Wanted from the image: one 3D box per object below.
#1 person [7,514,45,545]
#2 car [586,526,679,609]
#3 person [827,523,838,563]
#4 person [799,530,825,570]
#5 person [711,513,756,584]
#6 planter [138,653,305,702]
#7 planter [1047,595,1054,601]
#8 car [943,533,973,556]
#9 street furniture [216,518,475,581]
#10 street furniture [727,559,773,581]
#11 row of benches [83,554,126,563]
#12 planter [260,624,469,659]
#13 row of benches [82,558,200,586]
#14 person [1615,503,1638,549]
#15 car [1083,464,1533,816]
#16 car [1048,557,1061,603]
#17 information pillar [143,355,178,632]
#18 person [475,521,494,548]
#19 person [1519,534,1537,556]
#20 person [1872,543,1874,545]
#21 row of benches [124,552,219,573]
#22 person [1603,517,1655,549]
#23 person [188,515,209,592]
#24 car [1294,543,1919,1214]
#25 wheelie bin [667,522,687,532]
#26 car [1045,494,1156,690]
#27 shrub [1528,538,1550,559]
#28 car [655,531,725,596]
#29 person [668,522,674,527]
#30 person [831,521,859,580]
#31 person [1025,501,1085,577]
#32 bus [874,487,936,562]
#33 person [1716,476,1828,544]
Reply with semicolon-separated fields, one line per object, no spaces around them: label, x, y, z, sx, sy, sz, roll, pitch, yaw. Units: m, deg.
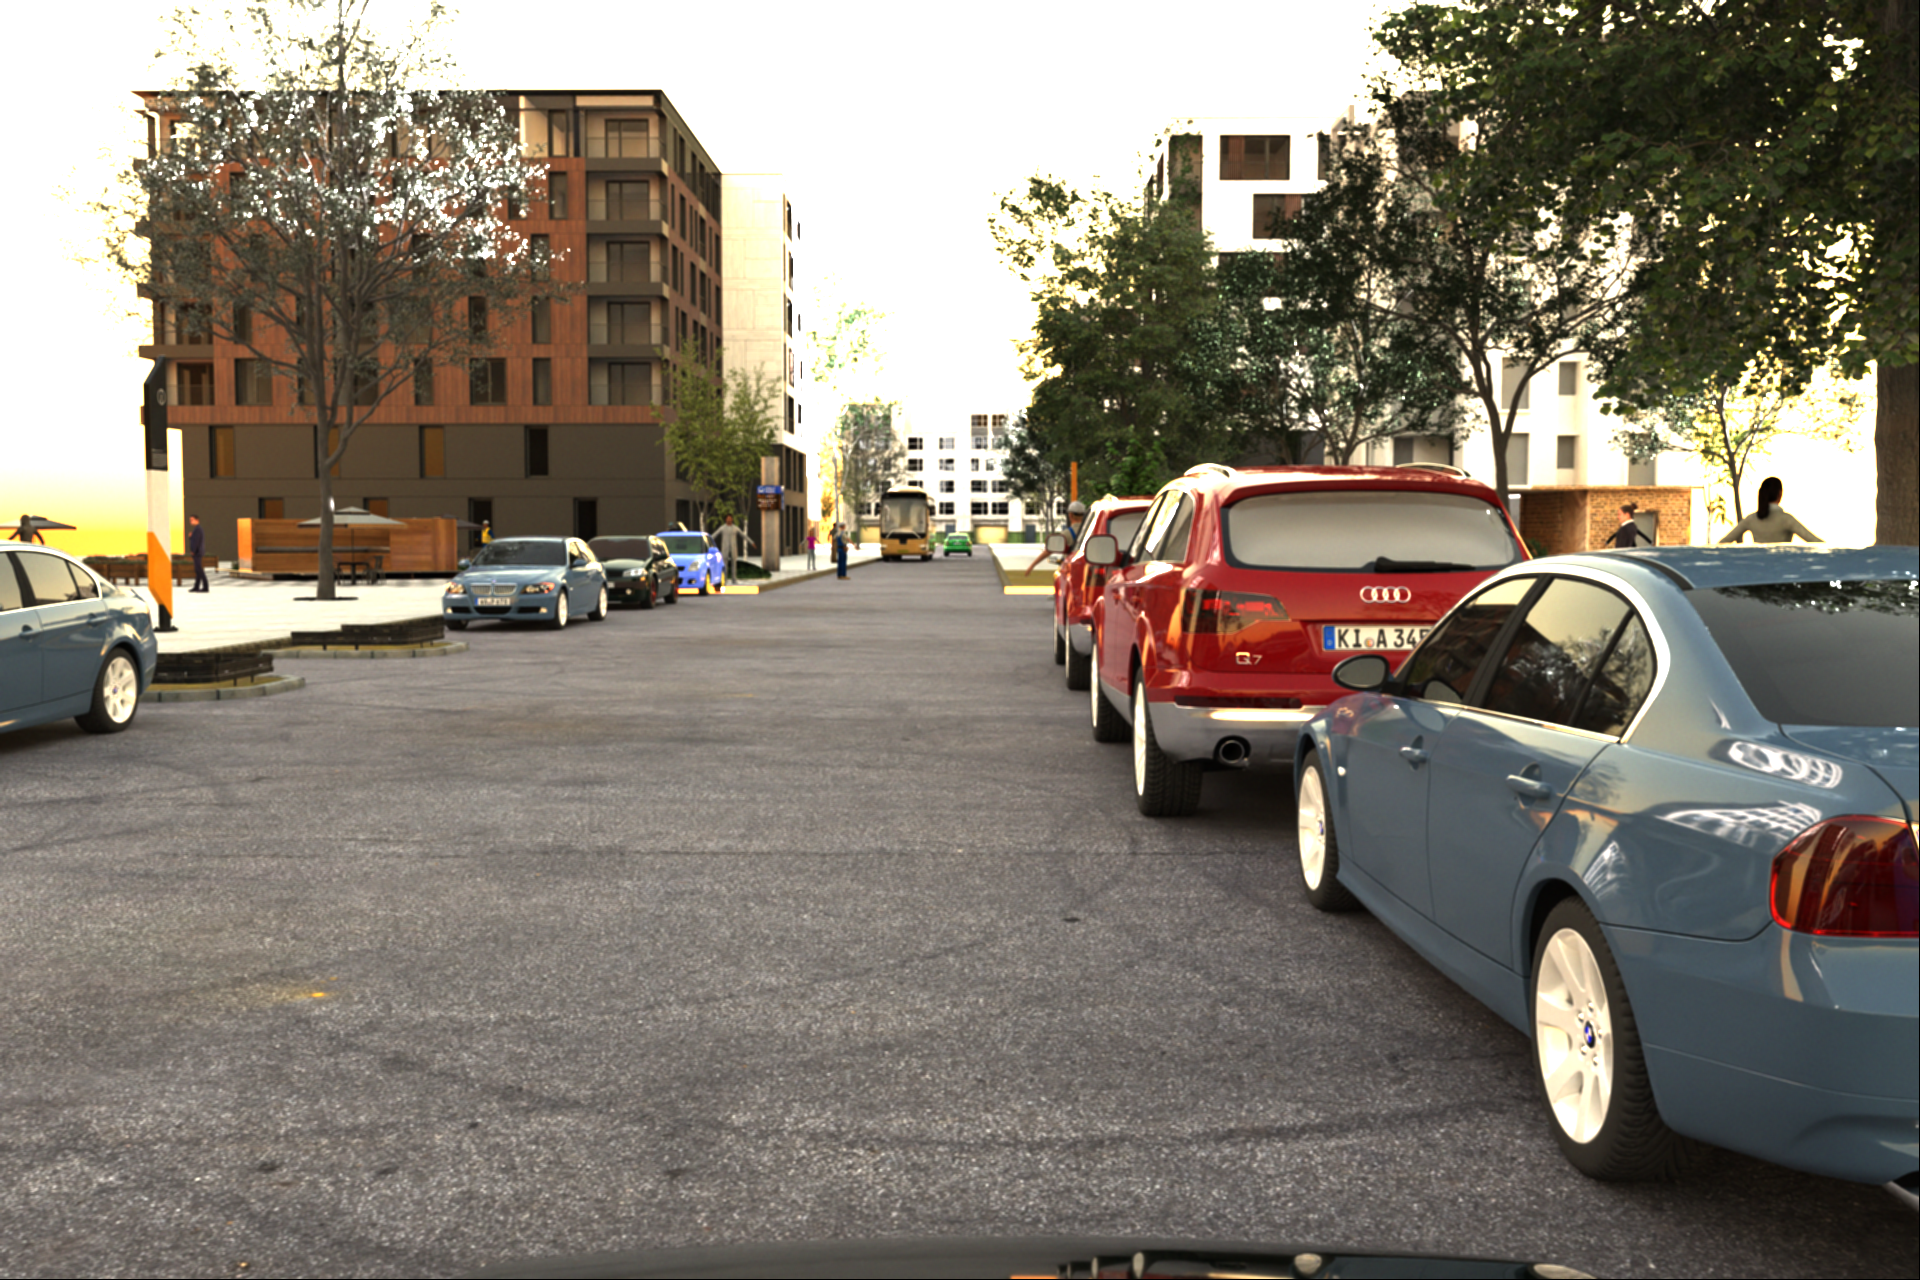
person;-24.818;-2.438;45.995;0.705;1.813;1.348;1;4;20
car;-6.704;-1.503;34.363;2.009;1.686;4.222;0;4;0
person;-5.583;-4.345;77.320;0.705;1.796;1.348;-3;4;-38
person;-5.273;-3.208;61.721;0.991;1.433;0.599;-2;4;-26
person;-5.899;-2.333;44.325;1.347;1.806;0.705;-1;4;-15
planter;-7.130;0.331;15.729;1.991;0.319;1.994;0;4;1
planter;2.905;-1.026;37.917;1.991;0.319;1.994;0;4;1
car;-0.114;-6.330;112.293;1.959;1.807;4.718;0;4;1
street furniture;-17.279;-2.783;52.357;9.812;1.723;11.010;-2;4;-33
street furniture;-8.449;-2.250;52.411;5.734;0.657;10.072;0;4;-5
row of benches;-27.496;-2.254;52.310;4.104;0.672;1.422;-1;4;-13
planter;-7.065;0.014;20.916;1.991;0.319;1.994;0;4;1
row of benches;-20.734;-1.714;43.484;4.104;0.672;1.422;2;4;24
person;9.464;-1.097;24.784;0.445;1.727;0.742;0;4;8
car;1.918;-0.101;10.323;2.281;1.827;5.304;0;4;0
car;2.623;-1.289;31.297;2.015;1.641;3.980;0;4;0
information pillar;-10.444;-1.909;22.562;0.183;3.616;0.504;0;4;1
person;-19.363;-3.959;70.706;1.349;1.833;0.705;3;5;43
person;9.033;-1.360;29.011;1.217;1.736;0.721;2;4;28
person;9.334;-0.644;17.345;0.721;1.737;1.217;0;4;-3
row of benches;-26.474;-2.615;58.224;4.104;0.672;1.422;2;4;28
person;16.352;-2.177;42.323;1.216;1.740;0.721;2;4;30
person;-16.818;-1.910;38.193;0.530;1.710;0.541;0;4;-7
car;2.218;0.420;5.137;2.014;1.417;4.499;0;4;-1
wheelie bin;-7.476;-2.340;46.168;0.693;1.594;0.980;0;4;0
car;2.015;-0.535;17.426;2.281;1.827;5.304;0;4;1
shrub;15.762;-2.243;47.792;1.383;1.207;1.383;0;3;0
car;-6.665;-1.941;41.324;1.945;1.707;3.694;0;4;0
person;-13.029;-4.420;78.394;0.704;1.817;1.347;-3;4;-38
person;-3.698;-2.837;54.703;0.705;1.847;1.347;-3;5;-42
person;1.454;-0.830;21.881;1.347;1.847;0.705;-2;4;-27
bus;-2.770;-6.241;93.582;2.896;3.916;12.252;0;4;1
person;6.369;-0.410;13.539;0.721;1.735;1.217;-3;5;-40
